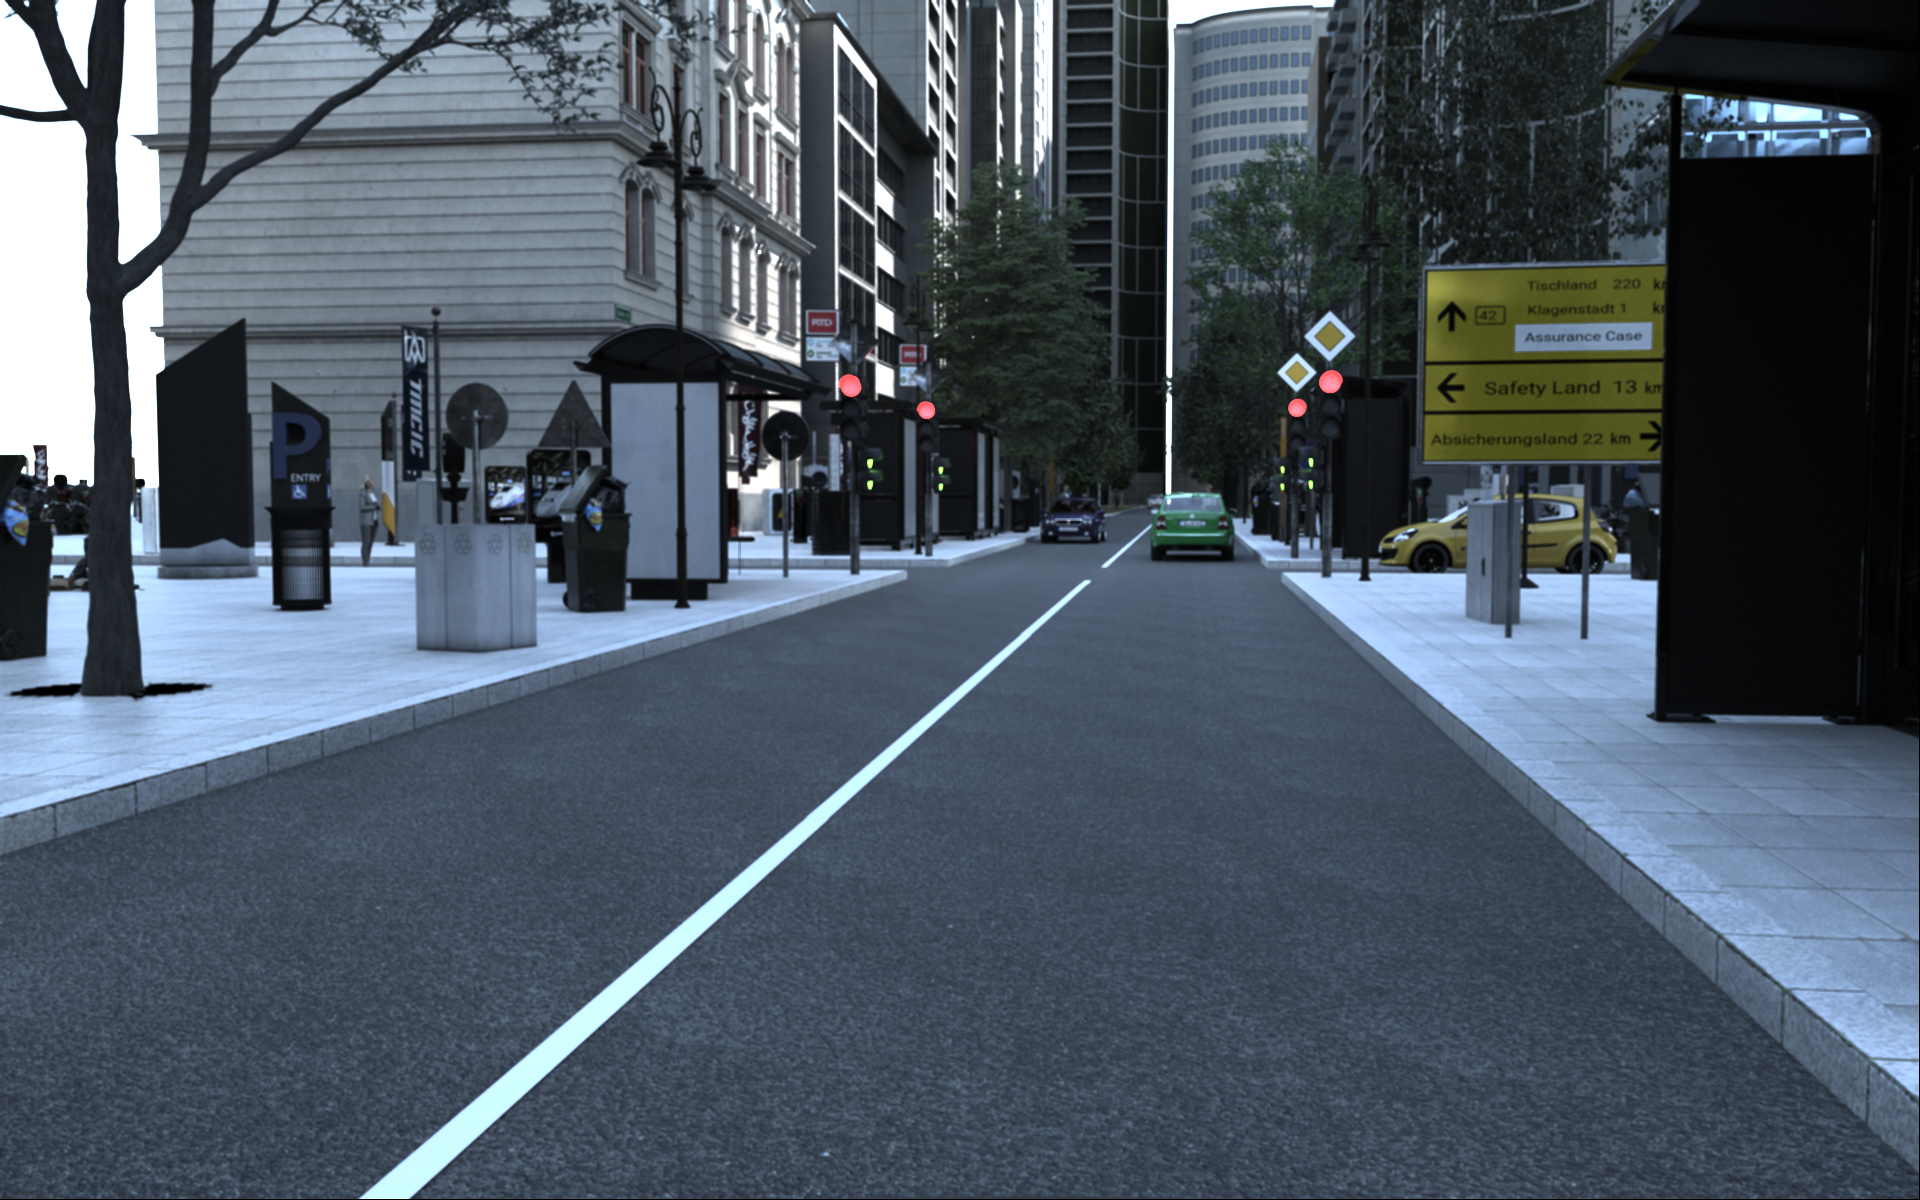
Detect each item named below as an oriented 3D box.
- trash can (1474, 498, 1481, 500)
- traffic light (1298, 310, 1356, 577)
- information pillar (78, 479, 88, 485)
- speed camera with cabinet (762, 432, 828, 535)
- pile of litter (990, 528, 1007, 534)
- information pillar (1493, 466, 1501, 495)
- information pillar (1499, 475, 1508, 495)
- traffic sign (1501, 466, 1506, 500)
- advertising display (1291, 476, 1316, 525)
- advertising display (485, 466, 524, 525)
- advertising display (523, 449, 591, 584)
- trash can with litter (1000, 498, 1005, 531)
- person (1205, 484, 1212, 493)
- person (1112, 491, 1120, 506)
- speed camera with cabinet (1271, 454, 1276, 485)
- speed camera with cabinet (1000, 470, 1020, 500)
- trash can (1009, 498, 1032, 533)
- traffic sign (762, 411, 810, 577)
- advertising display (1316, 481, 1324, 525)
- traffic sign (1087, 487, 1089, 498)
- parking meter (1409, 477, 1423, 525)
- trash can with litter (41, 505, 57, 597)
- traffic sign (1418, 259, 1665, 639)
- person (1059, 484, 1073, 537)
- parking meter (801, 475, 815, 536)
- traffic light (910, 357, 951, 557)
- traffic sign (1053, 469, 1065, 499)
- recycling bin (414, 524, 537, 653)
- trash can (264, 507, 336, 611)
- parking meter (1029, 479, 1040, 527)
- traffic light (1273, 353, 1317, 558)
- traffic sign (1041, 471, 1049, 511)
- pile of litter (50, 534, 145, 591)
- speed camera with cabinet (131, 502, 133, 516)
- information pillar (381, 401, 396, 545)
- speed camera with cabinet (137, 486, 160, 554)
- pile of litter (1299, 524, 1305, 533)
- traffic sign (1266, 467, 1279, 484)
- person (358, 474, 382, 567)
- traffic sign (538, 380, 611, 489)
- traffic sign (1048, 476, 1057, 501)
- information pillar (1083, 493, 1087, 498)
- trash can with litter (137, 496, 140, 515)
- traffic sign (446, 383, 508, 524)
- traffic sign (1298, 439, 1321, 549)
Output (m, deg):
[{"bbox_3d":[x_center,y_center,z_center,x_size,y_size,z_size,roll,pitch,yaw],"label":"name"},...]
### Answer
[{"bbox_3d":[18.532,-3.030,61.197,0.748,1.137,0.748,0,3,0],"label":"trash can"},{"bbox_3d":[5.640,-2.306,26.631,0.839,4.253,0.868,0,4,7],"label":"traffic light"},{"bbox_3d":[-41.477,-4.740,81.993,0.304,2.012,0.304,1,4,9],"label":"information pillar"},{"bbox_3d":[-5.155,-3.675,54.424,2.038,3.252,0.660,-2,4,-25],"label":"speed camera with cabinet"},{"bbox_3d":[0.629,-2.603,56.522,1.719,0.858,1.176,1,4,14],"label":"pile of litter"},{"bbox_3d":[21.861,-4.827,70.268,0.504,3.616,0.183,0,4,7],"label":"information pillar"},{"bbox_3d":[20.569,-3.728,65.450,0.304,2.012,0.304,3,5,45],"label":"information pillar"},{"bbox_3d":[6.994,-1.235,22.317,0.606,2.300,0.079,1,4,12],"label":"traffic sign"},{"bbox_3d":[12.523,-3.573,63.627,0.974,1.923,0.123,-1,4,-23],"label":"advertising display"},{"bbox_3d":[-10.446,-2.118,39.851,0.974,1.923,0.123,-3,5,-41],"label":"advertising display"},{"bbox_3d":[-5.783,-1.212,25.024,0.974,1.923,0.123,-3,5,-41],"label":"advertising display"},{"bbox_3d":[0.978,-2.833,57.699,1.055,1.170,0.624,1,4,9],"label":"trash can with litter"},{"bbox_3d":[7.655,-2.704,53.381,0.731,1.740,0.598,3,5,40],"label":"person"},{"bbox_3d":[17.278,-11.162,191.012,1.348,1.823,0.705,-3,5,-43],"label":"person"},{"bbox_3d":[15.041,-5.339,81.633,0.660,3.252,2.038,0,4,7],"label":"speed camera with cabinet"},{"bbox_3d":[1.290,-4.411,66.455,2.038,3.252,0.660,-2,4,-28],"label":"speed camera with cabinet"},{"bbox_3d":[2.013,-2.817,57.705,0.748,1.137,0.748,0,3,0],"label":"trash can"},{"bbox_3d":[-2.686,-1.622,26.620,0.768,2.556,0.104,1,4,12],"label":"traffic sign"},{"bbox_3d":[15.166,-4.099,72.232,0.123,1.923,0.974,-3,5,-40],"label":"advertising display"},{"bbox_3d":[7.018,-5.802,94.972,0.768,2.556,0.104,1,4,14],"label":"traffic sign"},{"bbox_3d":[15.684,-3.294,59.575,0.399,1.863,0.255,-1,4,-9],"label":"parking meter"},{"bbox_3d":[-11.664,-0.600,21.193,1.055,1.170,0.624,-3,4,-36],"label":"trash can with litter"},{"bbox_3d":[5.217,-1.311,15.304,2.265,3.308,0.079,1,4,11],"label":"traffic sign"},{"bbox_3d":[3.560,-2.985,57.858,0.362,1.759,0.519,3,5,45],"label":"person"},{"bbox_3d":[-4.613,-2.874,52.702,0.399,1.863,0.255,2,4,27],"label":"parking meter"},{"bbox_3d":[-0.623,-2.848,35.487,0.839,4.253,0.868,0,4,7],"label":"traffic light"},{"bbox_3d":[5.012,-5.423,88.770,0.768,2.556,0.104,1,4,12],"label":"traffic sign"},{"bbox_3d":[-4.027,-0.114,14.425,0.722,1.027,0.722,2,4,26],"label":"recycling bin"},{"bbox_3d":[-7.306,-0.462,19.208,0.748,1.137,0.748,0,3,0],"label":"trash can"},{"bbox_3d":[2.930,-3.798,67.800,0.399,1.863,0.255,-3,5,-44],"label":"parking meter"},{"bbox_3d":[6.678,-2.791,34.549,0.839,4.253,0.868,0,4,7],"label":"traffic light"},{"bbox_3d":[4.854,-5.857,95.761,0.884,2.594,0.081,1,4,9],"label":"traffic sign"},{"bbox_3d":[-11.700,-0.566,23.213,1.719,0.858,1.176,3,5,42],"label":"pile of litter"},{"bbox_3d":[-49.244,-6.667,103.349,0.660,3.252,2.038,-3,4,-39],"label":"speed camera with cabinet"},{"bbox_3d":[-14.302,-3.179,43.331,0.183,3.616,0.504,0,4,8],"label":"information pillar"},{"bbox_3d":[-16.698,-2.652,37.703,0.660,3.252,2.038,3,4,39],"label":"speed camera with cabinet"},{"bbox_3d":[10.840,-2.611,56.659,1.719,0.858,1.176,0,4,0],"label":"pile of litter"},{"bbox_3d":[14.115,-4.757,77.883,0.768,2.556,0.104,1,4,17],"label":"traffic sign"},{"bbox_3d":[-10.914,-1.436,32.168,0.526,1.800,0.537,2,4,32],"label":"person"},{"bbox_3d":[-4.420,-1.213,19.840,0.884,2.594,0.081,1,4,11],"label":"traffic sign"},{"bbox_3d":[5.216,-5.817,95.207,0.768,2.556,0.104,1,4,17],"label":"traffic sign"},{"bbox_3d":[8.019,-6.478,110.412,0.304,2.012,0.304,-2,4,-30],"label":"information pillar"},{"bbox_3d":[-52.801,-6.102,111.157,0.624,1.170,1.055,1,4,13],"label":"trash can with litter"},{"bbox_3d":[-5.536,-1.206,19.832,0.768,2.556,0.104,1,4,11],"label":"traffic sign"},{"bbox_3d":[8.190,-2.456,40.269,0.768,2.556,0.104,1,4,12],"label":"traffic sign"}]
